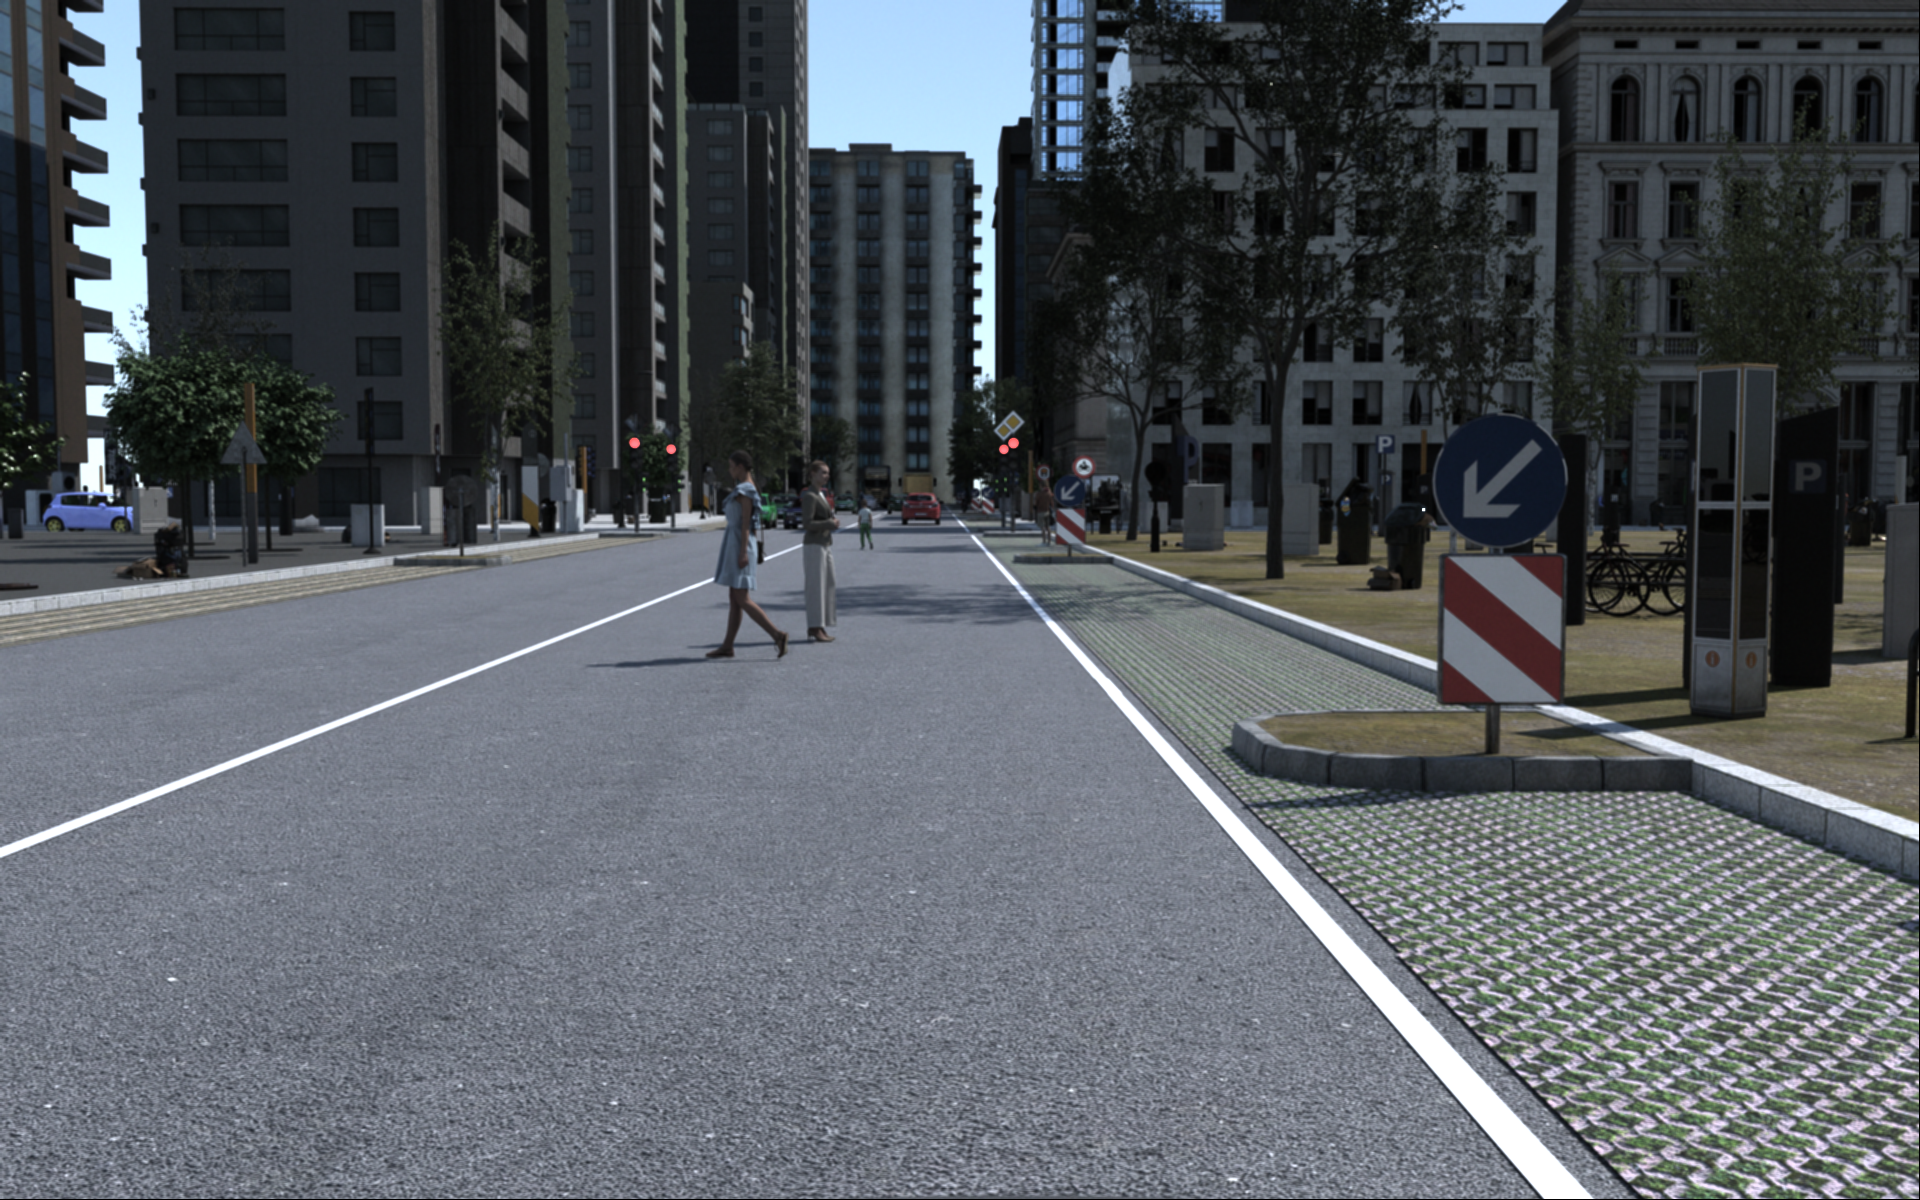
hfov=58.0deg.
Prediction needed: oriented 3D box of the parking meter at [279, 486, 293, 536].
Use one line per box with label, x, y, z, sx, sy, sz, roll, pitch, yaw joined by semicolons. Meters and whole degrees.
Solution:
parking meter;-20.869;-2.764;53.598;0.372;1.533;0.369;0;3;0

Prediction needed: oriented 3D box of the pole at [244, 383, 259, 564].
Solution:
pole;-13.057;-2.328;31.908;0.158;3.312;0.155;0;3;0

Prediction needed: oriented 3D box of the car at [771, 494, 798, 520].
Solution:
car;-8.679;-4.514;85.596;2.131;1.459;4.920;0;4;-1

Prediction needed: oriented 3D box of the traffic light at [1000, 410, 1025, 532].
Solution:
traffic light;1.763;-4.230;58.087;0.839;4.253;0.868;0;4;-1

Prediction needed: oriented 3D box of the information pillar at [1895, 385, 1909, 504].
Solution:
information pillar;20.416;-2.826;37.561;0.183;3.616;0.504;1;4;14

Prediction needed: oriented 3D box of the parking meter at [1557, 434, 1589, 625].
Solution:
parking meter;6.041;-0.696;17.086;0.255;1.863;0.399;2;4;24

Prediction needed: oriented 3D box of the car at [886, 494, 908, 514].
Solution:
car;-4.278;-6.892;124.475;2.131;1.459;4.920;0;4;-1

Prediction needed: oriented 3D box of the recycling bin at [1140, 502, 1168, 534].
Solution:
recycling bin;6.304;-2.683;56.426;0.722;1.027;0.722;-1;4;-16

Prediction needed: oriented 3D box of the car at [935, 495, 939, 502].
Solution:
car;-3.335;-10.986;191.980;2.083;1.381;4.827;0;4;1

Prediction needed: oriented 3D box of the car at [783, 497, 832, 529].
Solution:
car;-6.263;-3.605;71.524;1.945;1.354;3.894;0;4;1

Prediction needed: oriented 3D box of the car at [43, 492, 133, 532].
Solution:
car;-30.928;-3.228;62.365;3.694;1.707;1.945;0;4;0

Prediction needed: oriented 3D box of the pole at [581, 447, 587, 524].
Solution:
pole;-16.186;-4.940;74.607;0.158;3.312;0.155;0;3;0

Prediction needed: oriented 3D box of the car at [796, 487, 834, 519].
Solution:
car;-8.318;-5.536;99.190;2.281;1.827;5.304;0;4;-1

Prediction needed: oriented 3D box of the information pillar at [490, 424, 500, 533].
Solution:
information pillar;-15.330;-4.020;57.076;0.183;3.616;0.504;1;4;12

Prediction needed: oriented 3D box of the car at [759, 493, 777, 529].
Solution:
car;-8.601;-3.860;71.910;1.959;1.807;4.718;0;4;-2

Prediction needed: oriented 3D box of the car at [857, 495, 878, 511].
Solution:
car;-8.259;-8.537;151.944;2.083;1.381;4.827;0;4;-1

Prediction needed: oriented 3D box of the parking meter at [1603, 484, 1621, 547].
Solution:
parking meter;15.775;-2.049;41.913;0.372;1.533;0.369;0;3;0

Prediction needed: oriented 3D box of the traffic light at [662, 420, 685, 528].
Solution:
traffic light;-10.914;-4.706;65.872;0.839;4.253;0.868;0;4;-1

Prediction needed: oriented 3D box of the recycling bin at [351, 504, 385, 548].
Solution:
recycling bin;-14.327;-1.796;41.911;0.722;1.027;0.722;-1;4;-15

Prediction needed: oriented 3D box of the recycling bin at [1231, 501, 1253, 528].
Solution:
recycling bin;10.687;-3.247;65.641;0.722;1.027;0.722;1;4;21

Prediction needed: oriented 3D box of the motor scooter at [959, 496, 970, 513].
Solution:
motor scooter;0.335;-7.312;132.335;0.815;1.314;1.986;0;4;-3

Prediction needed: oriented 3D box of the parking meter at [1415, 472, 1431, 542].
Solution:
parking meter;12.509;-2.515;46.829;0.399;1.863;0.255;0;4;7

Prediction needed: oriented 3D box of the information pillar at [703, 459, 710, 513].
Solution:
information pillar;-17.100;-7.679;116.904;0.504;3.616;0.183;1;4;8

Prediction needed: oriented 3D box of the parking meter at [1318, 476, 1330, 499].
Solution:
parking meter;11.749;-3.073;55.948;0.255;1.863;0.399;2;4;35

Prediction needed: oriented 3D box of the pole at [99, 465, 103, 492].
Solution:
pole;-60.855;-7.886;122.772;0.158;3.312;0.155;0;3;0

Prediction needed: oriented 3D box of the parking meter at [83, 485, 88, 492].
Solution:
parking meter;-59.143;-6.817;117.167;0.255;1.863;0.399;-2;4;-34

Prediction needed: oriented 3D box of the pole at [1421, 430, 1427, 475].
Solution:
pole;14.746;-3.749;55.136;0.158;3.312;0.155;0;3;0

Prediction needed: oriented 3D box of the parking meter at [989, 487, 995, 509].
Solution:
parking meter;2.558;-8.096;138.080;0.255;1.863;0.399;3;5;42

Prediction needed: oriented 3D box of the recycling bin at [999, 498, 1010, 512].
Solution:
recycling bin;3.198;-6.748;122.890;0.722;1.027;0.722;-1;4;-12

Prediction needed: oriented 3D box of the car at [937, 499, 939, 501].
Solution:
car;-2.619;-7.629;136.731;2.014;1.417;4.499;0;4;-1

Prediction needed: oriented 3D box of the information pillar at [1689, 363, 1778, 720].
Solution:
information pillar;4.439;-0.334;9.953;0.304;2.012;0.304;-2;4;-29

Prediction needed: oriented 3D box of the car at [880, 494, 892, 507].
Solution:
car;-8.314;-11.573;198.810;1.945;1.707;3.694;0;4;1

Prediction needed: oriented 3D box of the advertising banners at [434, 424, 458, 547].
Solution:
advertising banners;-12.668;-2.841;42.641;0.090;3.025;2.074;-2;4;-29

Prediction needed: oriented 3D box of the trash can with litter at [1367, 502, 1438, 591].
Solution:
trash can with litter;5.927;-0.726;23.264;0.624;1.170;1.055;3;4;39

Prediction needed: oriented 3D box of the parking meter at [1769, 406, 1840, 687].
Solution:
parking meter;5.638;-0.361;11.617;0.399;1.863;0.255;1;4;19

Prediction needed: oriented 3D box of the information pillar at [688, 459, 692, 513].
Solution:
information pillar;-18.161;-7.649;116.408;0.183;3.616;0.504;0;4;2

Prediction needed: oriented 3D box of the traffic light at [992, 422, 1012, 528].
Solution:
traffic light;1.646;-4.719;66.071;0.839;4.253;0.868;0;4;-1

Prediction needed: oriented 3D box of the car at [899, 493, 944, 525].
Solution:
car;-1.827;-4.440;81.638;2.155;1.783;4.494;0;4;-1

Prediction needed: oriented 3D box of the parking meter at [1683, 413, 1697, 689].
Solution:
parking meter;4.912;-0.341;11.291;0.255;1.863;0.399;0;4;6

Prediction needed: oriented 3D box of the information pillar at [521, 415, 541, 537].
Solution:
information pillar;-12.718;-3.664;51.267;0.504;3.616;0.183;-2;4;-33

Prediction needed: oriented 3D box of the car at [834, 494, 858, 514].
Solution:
car;-8.369;-6.922;124.968;2.131;1.459;4.920;0;4;-1

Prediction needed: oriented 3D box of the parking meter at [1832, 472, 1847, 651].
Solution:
parking meter;6.990;-0.356;14.234;0.372;1.533;0.369;0;3;0

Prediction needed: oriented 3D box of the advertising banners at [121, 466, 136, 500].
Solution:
advertising banners;-50.215;-6.620;104.431;2.074;3.025;0.090;2;4;35

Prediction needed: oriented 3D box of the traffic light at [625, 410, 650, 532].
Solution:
traffic light;-10.797;-4.218;57.887;0.839;4.253;0.868;0;4;-1

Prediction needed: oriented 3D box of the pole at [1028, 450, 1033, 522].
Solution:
pole;3.306;-5.327;80.944;0.158;3.312;0.155;0;3;0

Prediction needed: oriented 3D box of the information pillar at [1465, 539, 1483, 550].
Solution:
information pillar;11.767;-2.146;39.572;0.304;2.012;0.304;-1;4;-16
